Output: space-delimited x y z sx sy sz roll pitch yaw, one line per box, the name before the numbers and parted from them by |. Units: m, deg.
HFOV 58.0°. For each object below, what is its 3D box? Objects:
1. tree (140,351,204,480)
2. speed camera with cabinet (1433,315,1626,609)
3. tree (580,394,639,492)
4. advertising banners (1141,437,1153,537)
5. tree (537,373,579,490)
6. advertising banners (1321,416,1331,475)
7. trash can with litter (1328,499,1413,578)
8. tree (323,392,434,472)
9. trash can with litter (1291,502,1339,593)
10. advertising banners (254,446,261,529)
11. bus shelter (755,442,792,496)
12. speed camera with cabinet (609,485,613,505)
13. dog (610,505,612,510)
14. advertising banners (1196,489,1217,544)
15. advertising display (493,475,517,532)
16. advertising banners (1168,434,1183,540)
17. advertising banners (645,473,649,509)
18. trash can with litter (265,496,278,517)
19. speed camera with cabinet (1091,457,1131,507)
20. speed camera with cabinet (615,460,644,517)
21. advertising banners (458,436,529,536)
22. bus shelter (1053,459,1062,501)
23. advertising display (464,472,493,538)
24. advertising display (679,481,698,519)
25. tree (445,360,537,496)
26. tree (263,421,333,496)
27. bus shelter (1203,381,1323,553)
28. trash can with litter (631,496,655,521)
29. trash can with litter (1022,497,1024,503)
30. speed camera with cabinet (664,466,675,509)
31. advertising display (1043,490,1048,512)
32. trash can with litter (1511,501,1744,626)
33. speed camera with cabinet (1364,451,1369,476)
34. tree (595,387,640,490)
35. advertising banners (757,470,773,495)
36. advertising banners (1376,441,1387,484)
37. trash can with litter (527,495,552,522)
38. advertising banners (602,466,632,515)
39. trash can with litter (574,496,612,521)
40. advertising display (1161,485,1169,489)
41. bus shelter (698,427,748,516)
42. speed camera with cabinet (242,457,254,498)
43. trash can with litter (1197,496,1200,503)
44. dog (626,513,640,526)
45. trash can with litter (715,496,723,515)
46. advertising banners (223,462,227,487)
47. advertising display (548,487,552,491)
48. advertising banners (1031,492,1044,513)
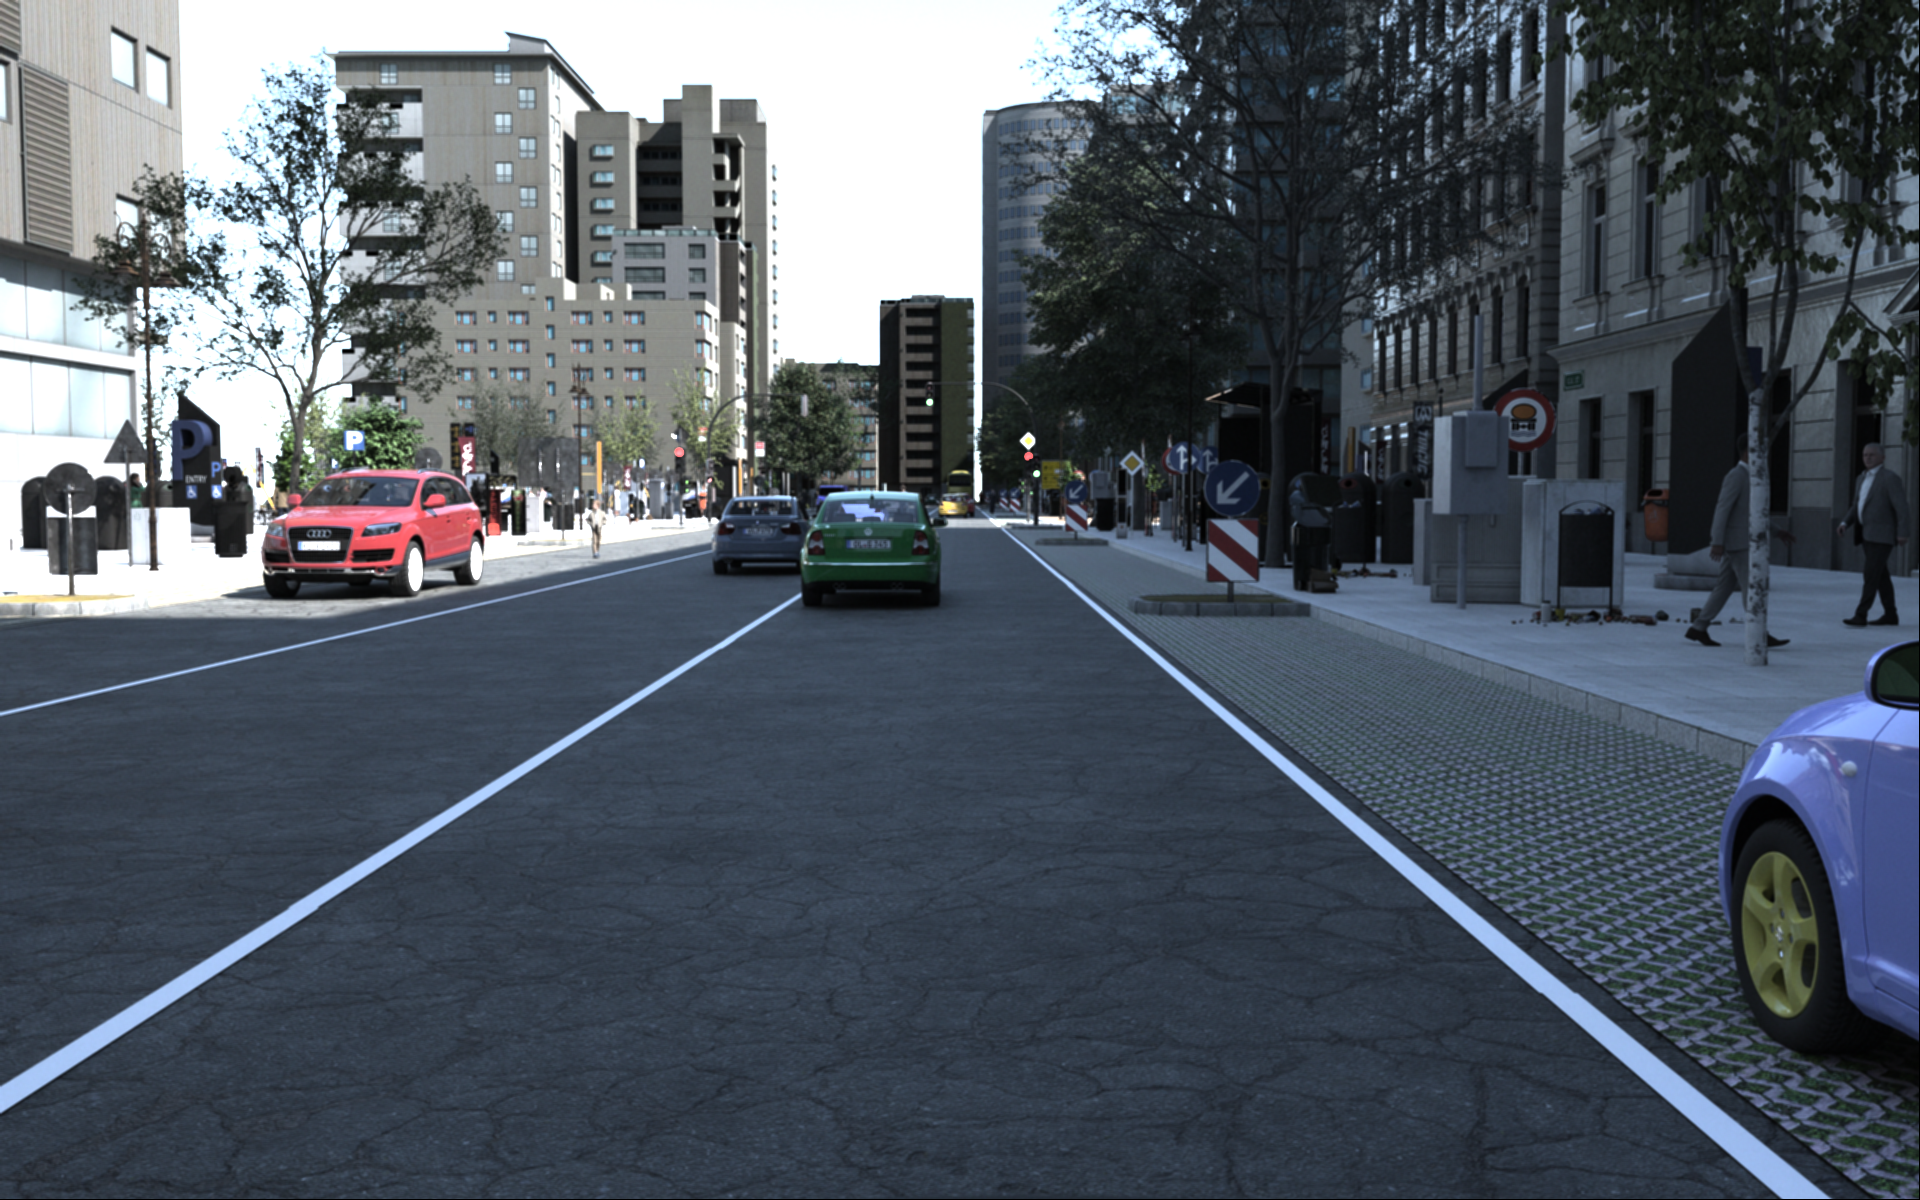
tree | -39.182 -8.220 84.751 4.360 8.622 3.978 0 3 0
speed camera with cabinet | 6.414 -1.540 19.517 2.038 3.252 0.660 0 4 -6
tree | -26.112 -10.786 126.711 4.360 8.622 3.978 0 3 0
advertising banners | 5.723 -3.474 52.982 0.090 3.025 2.074 0 4 -2
tree | -25.412 -9.337 103.022 4.360 8.622 3.978 0 3 0
advertising banners | 8.728 -2.648 39.477 2.074 3.025 0.090 -3 5 -43
trash can with litter | 6.461 -0.971 26.931 2.233 1.210 1.678 0 4 0
tree | -18.735 -4.412 55.846 4.285 4.588 4.351 0 3 0
trash can with litter | 4.746 -0.700 22.829 0.624 1.170 1.055 0 4 -7
advertising banners | -26.335 -4.156 64.140 2.074 3.025 0.090 3 5 42
bus shelter | -14.602 -9.639 135.235 2.179 5.291 8.768 0 3 0
speed camera with cabinet | -29.768 -9.606 151.401 2.038 3.252 0.660 2 4 29
dog | -24.827 -6.552 123.953 0.540 0.507 0.406 -3 4 -38
advertising banners | 7.043 -2.954 44.488 2.074 3.025 0.090 -1 4 -17
advertising display | -15.626 -3.299 59.155 0.974 1.923 0.123 0 3 0
advertising banners | 6.151 -3.265 49.573 0.090 3.025 2.074 0 4 -3
advertising banners | -26.315 -8.914 141.939 2.074 3.025 0.090 -2 4 -26
trash can with litter | -37.208 -5.076 94.385 0.624 1.170 1.055 1 4 9
speed camera with cabinet | 6.401 -4.685 70.940 2.038 3.252 0.660 0 4 -2
speed camera with cabinet | -18.820 -6.420 99.310 0.660 3.252 2.038 1 4 17
advertising banners | -14.180 -3.454 52.657 2.074 3.025 0.090 -1 4 -20
bus shelter | 7.201 -7.881 120.136 1.731 3.624 6.357 0 3 0
advertising display | -14.284 -2.816 51.258 0.974 1.923 0.123 2 4 34
advertising display | -13.858 -5.089 88.412 0.974 1.923 0.123 1 4 18
tree | -25.833 -8.815 94.492 4.360 8.622 3.978 0 3 0
tree | -17.385 -3.085 45.037 1.663 3.219 1.824 0 3 0
bus shelter | 6.776 -2.929 39.175 1.731 3.624 6.357 0 3 0
trash can with litter | -15.399 -4.446 84.073 1.055 1.170 0.624 -2 4 -31
trash can with litter | 5.119 -7.177 128.731 1.055 1.170 0.624 -3 5 -45
speed camera with cabinet | -20.626 -7.858 122.822 0.660 3.252 2.038 0 4 0
advertising display | 6.020 -7.145 122.026 0.123 1.923 0.974 -1 4 -10
trash can with litter | 6.680 -0.383 17.327 2.233 1.210 1.678 1 4 16
speed camera with cabinet | 18.693 -5.275 80.583 0.660 3.252 2.038 1 4 15
tree | -22.222 -10.163 116.523 4.737 8.622 4.395 0 3 0
advertising banners | -14.023 -7.853 124.577 0.090 3.025 2.074 -3 4 -38
advertising banners | 13.212 -3.690 56.515 2.074 3.025 0.090 -2 4 -34
trash can with litter | -19.032 -4.107 78.529 1.055 1.170 0.624 0 4 -7
advertising banners | -21.250 -6.768 106.848 2.074 3.025 0.090 0 4 0
trash can with litter | -17.739 -4.380 82.673 2.233 1.210 1.678 -1 4 -16
advertising display | 14.517 -7.196 122.876 0.123 1.923 0.974 -1 4 -20
bus shelter | -14.560 -7.829 105.638 2.179 5.291 8.768 0 3 0
speed camera with cabinet | -38.934 -6.034 92.989 2.038 3.252 0.660 1 4 22
trash can with litter | 16.227 -6.633 119.840 0.624 1.170 1.055 -2 4 -28
dog | -13.092 -3.215 69.400 0.540 0.507 0.406 -1 4 -21
trash can with litter | -13.546 -5.303 98.097 1.055 1.170 0.624 -3 4 -39
advertising banners | -40.670 -6.135 96.498 0.090 3.025 2.074 0 4 -4
advertising display | -36.579 -9.017 152.641 0.974 1.923 0.123 2 4 26
advertising banners | 5.475 -7.402 117.214 0.090 3.025 2.074 -3 4 -36
